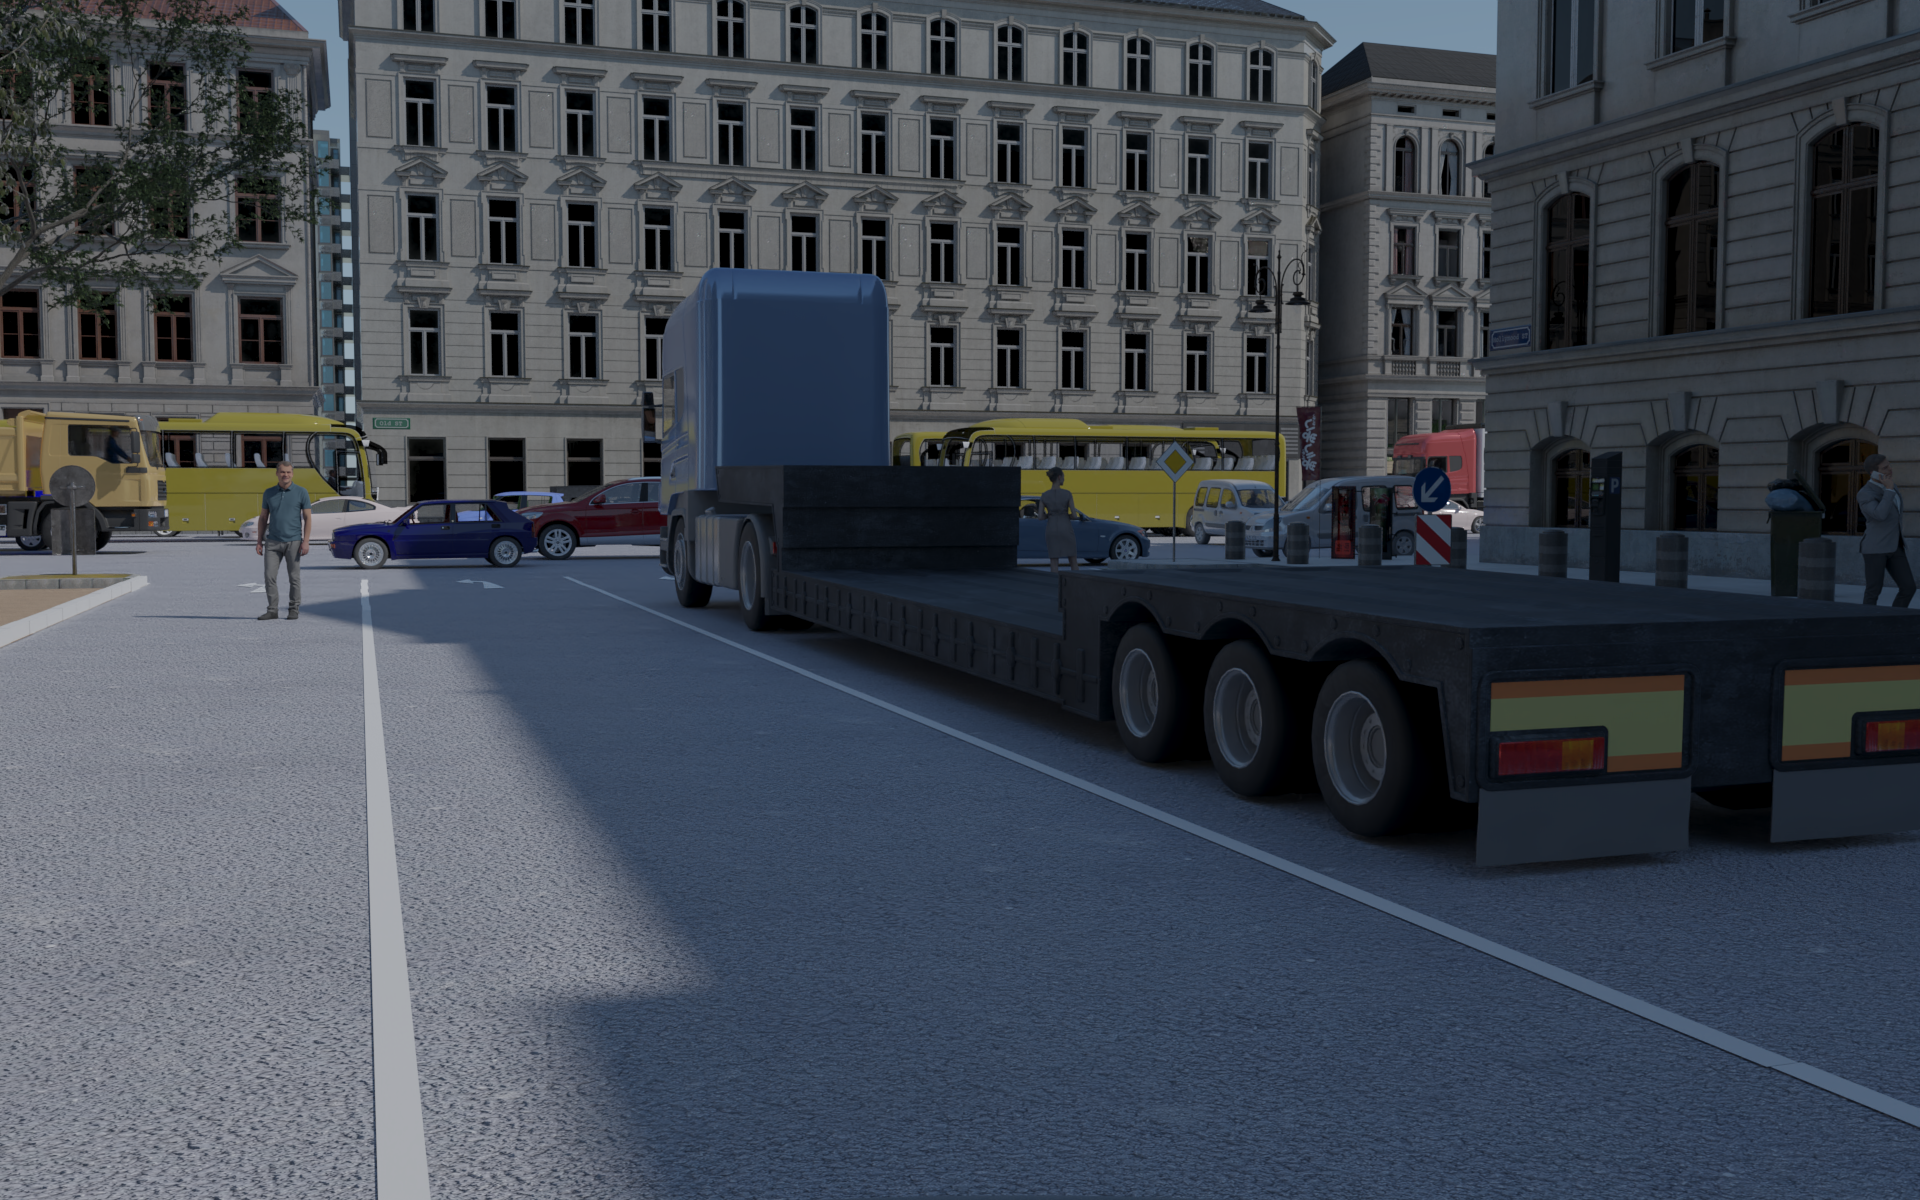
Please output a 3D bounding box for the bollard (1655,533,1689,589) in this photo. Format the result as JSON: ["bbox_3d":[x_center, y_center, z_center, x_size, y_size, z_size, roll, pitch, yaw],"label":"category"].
[{"bbox_3d":[9.335,-0.489,22.715,0.404,0.777,0.398,0,3,0],"label":"bollard"}]

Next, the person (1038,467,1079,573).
[{"bbox_3d":[1.319,-0.826,22.345,0.599,1.781,0.374,1,4,13],"label":"person"}]

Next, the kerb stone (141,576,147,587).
[{"bbox_3d":[-12.700,-0.276,26.799,0.120,0.150,1.000,-1,4,-19],"label":"kerb stone"}]

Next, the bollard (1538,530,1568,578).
[{"bbox_3d":[8.552,-0.627,24.974,0.404,0.777,0.398,0,3,0],"label":"bollard"}]

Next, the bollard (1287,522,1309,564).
[{"bbox_3d":[6.199,-1.043,31.768,0.404,0.777,0.398,0,3,0],"label":"bollard"}]

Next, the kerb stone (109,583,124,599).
[{"bbox_3d":[-11.690,-0.101,23.876,0.120,0.150,1.000,-1,4,-19],"label":"kerb stone"}]

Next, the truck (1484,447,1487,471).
[{"bbox_3d":[20.325,-3.527,53.597,9.791,3.379,3.469,-1,4,-20],"label":"truck"}]

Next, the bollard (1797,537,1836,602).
[{"bbox_3d":[10.118,-0.351,20.455,0.404,0.777,0.398,0,3,0],"label":"bollard"}]

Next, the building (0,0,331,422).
[{"bbox_3d":[-35.386,-14.097,66.640,21.152,22.565,11.583,-1,4,-19],"label":"building"}]

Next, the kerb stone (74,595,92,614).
[{"bbox_3d":[-10.675,0.076,20.955,0.120,0.150,1.000,-1,4,-19],"label":"kerb stone"}]

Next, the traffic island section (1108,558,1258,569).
[{"bbox_3d":[4.061,-0.641,32.768,2.009,0.180,2.903,-1,4,-19],"label":"traffic island section"}]

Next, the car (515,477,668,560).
[{"bbox_3d":[-7.426,-1.847,38.869,5.304,1.827,2.281,-1,4,-18],"label":"car"}]

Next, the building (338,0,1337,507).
[{"bbox_3d":[-5.136,-18.563,79.914,44.131,29.872,17.030,-1,4,-19],"label":"building"}]

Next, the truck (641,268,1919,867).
[{"bbox_3d":[-0.067,-1.573,15.473,2.967,4.110,18.799,-1,4,-19],"label":"truck"}]

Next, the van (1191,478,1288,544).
[{"bbox_3d":[8.016,-2.521,48.230,2.013,2.044,4.112,-1,4,-19],"label":"van"}]

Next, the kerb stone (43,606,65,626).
[{"bbox_3d":[-10.000,0.200,19.009,0.120,0.150,1.000,-1,4,-19],"label":"kerb stone"}]

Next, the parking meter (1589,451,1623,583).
[{"bbox_3d":[8.819,-1.098,23.671,0.399,1.863,0.255,-2,4,-34],"label":"parking meter"}]

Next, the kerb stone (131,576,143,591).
[{"bbox_3d":[-12.356,-0.220,25.829,0.120,0.150,1.000,-1,4,-19],"label":"kerb stone"}]

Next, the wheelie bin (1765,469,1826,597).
[{"bbox_3d":[10.495,-0.848,21.777,0.693,1.594,0.980,2,4,26],"label":"wheelie bin"}]

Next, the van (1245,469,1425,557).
[{"bbox_3d":[8.300,-1.933,38.614,4.112,2.044,2.013,-1,4,-18],"label":"van"}]

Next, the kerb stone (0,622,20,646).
[{"bbox_3d":[-9.324,0.314,17.054,0.120,0.150,1.000,-1,4,-19],"label":"kerb stone"}]

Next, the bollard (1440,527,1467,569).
[{"bbox_3d":[7.767,-0.766,27.242,0.404,0.777,0.398,0,3,0],"label":"bollard"}]

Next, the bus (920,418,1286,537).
[{"bbox_3d":[4.923,-4.053,57.807,12.252,3.916,2.896,-1,4,-20],"label":"bus"}]

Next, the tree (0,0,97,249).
[{"bbox_3d":[-9.526,-3.776,14.554,4.360,8.622,3.978,0,3,0],"label":"tree"}]

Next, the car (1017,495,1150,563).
[{"bbox_3d":[1.629,-1.394,34.802,4.499,1.417,2.014,-1,4,-19],"label":"car"}]

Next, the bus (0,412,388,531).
[{"bbox_3d":[-23.716,-3.702,52.074,12.252,3.916,2.896,-1,4,-21],"label":"bus"}]

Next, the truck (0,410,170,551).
[{"bbox_3d":[-23.178,-2.748,40.851,9.791,3.379,3.469,-1,4,-17],"label":"truck"}]

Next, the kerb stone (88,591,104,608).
[{"bbox_3d":[-11.013,0.020,21.929,0.120,0.150,1.000,-1,4,-19],"label":"kerb stone"}]

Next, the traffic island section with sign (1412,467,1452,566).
[{"bbox_3d":[6.481,-1.048,25.764,1.989,1.847,2.006,-1,4,-19],"label":"traffic island section with sign"}]

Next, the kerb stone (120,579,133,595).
[{"bbox_3d":[-12.028,-0.162,24.848,0.120,0.150,1.000,-1,4,-19],"label":"kerb stone"}]

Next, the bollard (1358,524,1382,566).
[{"bbox_3d":[6.984,-0.904,29.502,0.404,0.777,0.398,0,3,0],"label":"bollard"}]

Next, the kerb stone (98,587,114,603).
[{"bbox_3d":[-11.356,-0.043,22.904,0.120,0.150,1.000,-1,4,-19],"label":"kerb stone"}]

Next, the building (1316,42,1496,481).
[{"bbox_3d":[26.180,-15.851,88.038,19.941,23.489,11.050,-1,4,-19],"label":"building"}]

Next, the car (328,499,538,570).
[{"bbox_3d":[-10.327,-1.307,33.949,3.894,1.354,1.945,-1,4,-20],"label":"car"}]

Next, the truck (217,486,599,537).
[{"bbox_3d":[-15.595,-4.306,60.167,18.799,4.110,2.967,-1,4,-19],"label":"truck"}]

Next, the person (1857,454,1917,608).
[{"bbox_3d":[8.694,-0.462,16.233,0.592,1.802,0.473,-1,4,-13],"label":"person"}]

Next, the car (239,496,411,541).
[{"bbox_3d":[-17.917,-2.260,49.311,4.827,1.381,2.083,-1,4,-19],"label":"car"}]

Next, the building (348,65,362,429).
[{"bbox_3d":[-65.396,-42.015,228.943,28.212,58.520,21.231,-1,4,-19],"label":"building"}]

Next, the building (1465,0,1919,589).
[{"bbox_3d":[20.162,-12.134,17.481,14.460,24.649,34.723,-1,4,-19],"label":"building"}]

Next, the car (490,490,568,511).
[{"bbox_3d":[-12.485,-2.351,48.025,3.694,1.707,1.945,-1,4,-17],"label":"car"}]

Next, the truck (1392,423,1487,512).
[{"bbox_3d":[22.254,-4.962,70.049,11.283,4.237,2.839,-1,4,-18],"label":"truck"}]

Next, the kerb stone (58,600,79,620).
[{"bbox_3d":[-10.336,0.135,19.984,0.120,0.150,1.000,-1,4,-19],"label":"kerb stone"}]

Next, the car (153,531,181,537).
[{"bbox_3d":[-28.227,-3.001,57.744,5.304,1.827,2.281,-1,4,-19],"label":"car"}]

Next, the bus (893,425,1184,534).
[{"bbox_3d":[3.804,-4.292,61.715,12.252,3.916,2.896,-1,4,-18],"label":"bus"}]

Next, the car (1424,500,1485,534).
[{"bbox_3d":[17.047,-3.076,62.659,4.827,1.381,2.083,-1,4,-20],"label":"car"}]

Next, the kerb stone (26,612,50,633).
[{"bbox_3d":[-9.659,0.258,18.032,0.120,0.150,1.000,-1,4,-19],"label":"kerb stone"}]

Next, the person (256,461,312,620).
[{"bbox_3d":[-7.736,-0.682,19.775,0.598,1.807,0.434,0,4,6],"label":"person"}]

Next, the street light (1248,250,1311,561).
[{"bbox_3d":[6.043,-3.680,32.958,0.468,5.910,1.993,-1,4,-19],"label":"street light"}]

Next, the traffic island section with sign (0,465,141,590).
[{"bbox_3d":[-13.837,-1.143,26.832,2.006,1.907,1.989,-1,4,-19],"label":"traffic island section with sign"}]

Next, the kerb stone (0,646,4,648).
[{"bbox_3d":[-8.980,0.376,16.085,0.120,0.150,1.000,-1,4,-19],"label":"kerb stone"}]

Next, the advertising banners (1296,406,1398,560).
[{"bbox_3d":[7.594,-2.320,34.119,2.074,3.025,0.090,2,4,31],"label":"advertising banners"}]

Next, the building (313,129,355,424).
[{"bbox_3d":[-93.735,-36.809,221.437,30.456,49.044,23.786,-1,4,-19],"label":"building"}]

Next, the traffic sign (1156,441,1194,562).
[{"bbox_3d":[4.042,-1.776,32.683,0.795,2.450,0.064,-1,4,-19],"label":"traffic sign"}]

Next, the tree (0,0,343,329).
[{"bbox_3d":[-11.725,-5.115,20.495,8.767,10.594,7.601,-1,4,-19],"label":"tree"}]

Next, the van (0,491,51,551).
[{"bbox_3d":[-25.245,-2.412,43.821,5.245,2.365,2.240,-1,4,-21],"label":"van"}]

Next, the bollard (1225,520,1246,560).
[{"bbox_3d":[5.410,-1.181,34.032,0.404,0.777,0.398,0,3,0],"label":"bollard"}]
